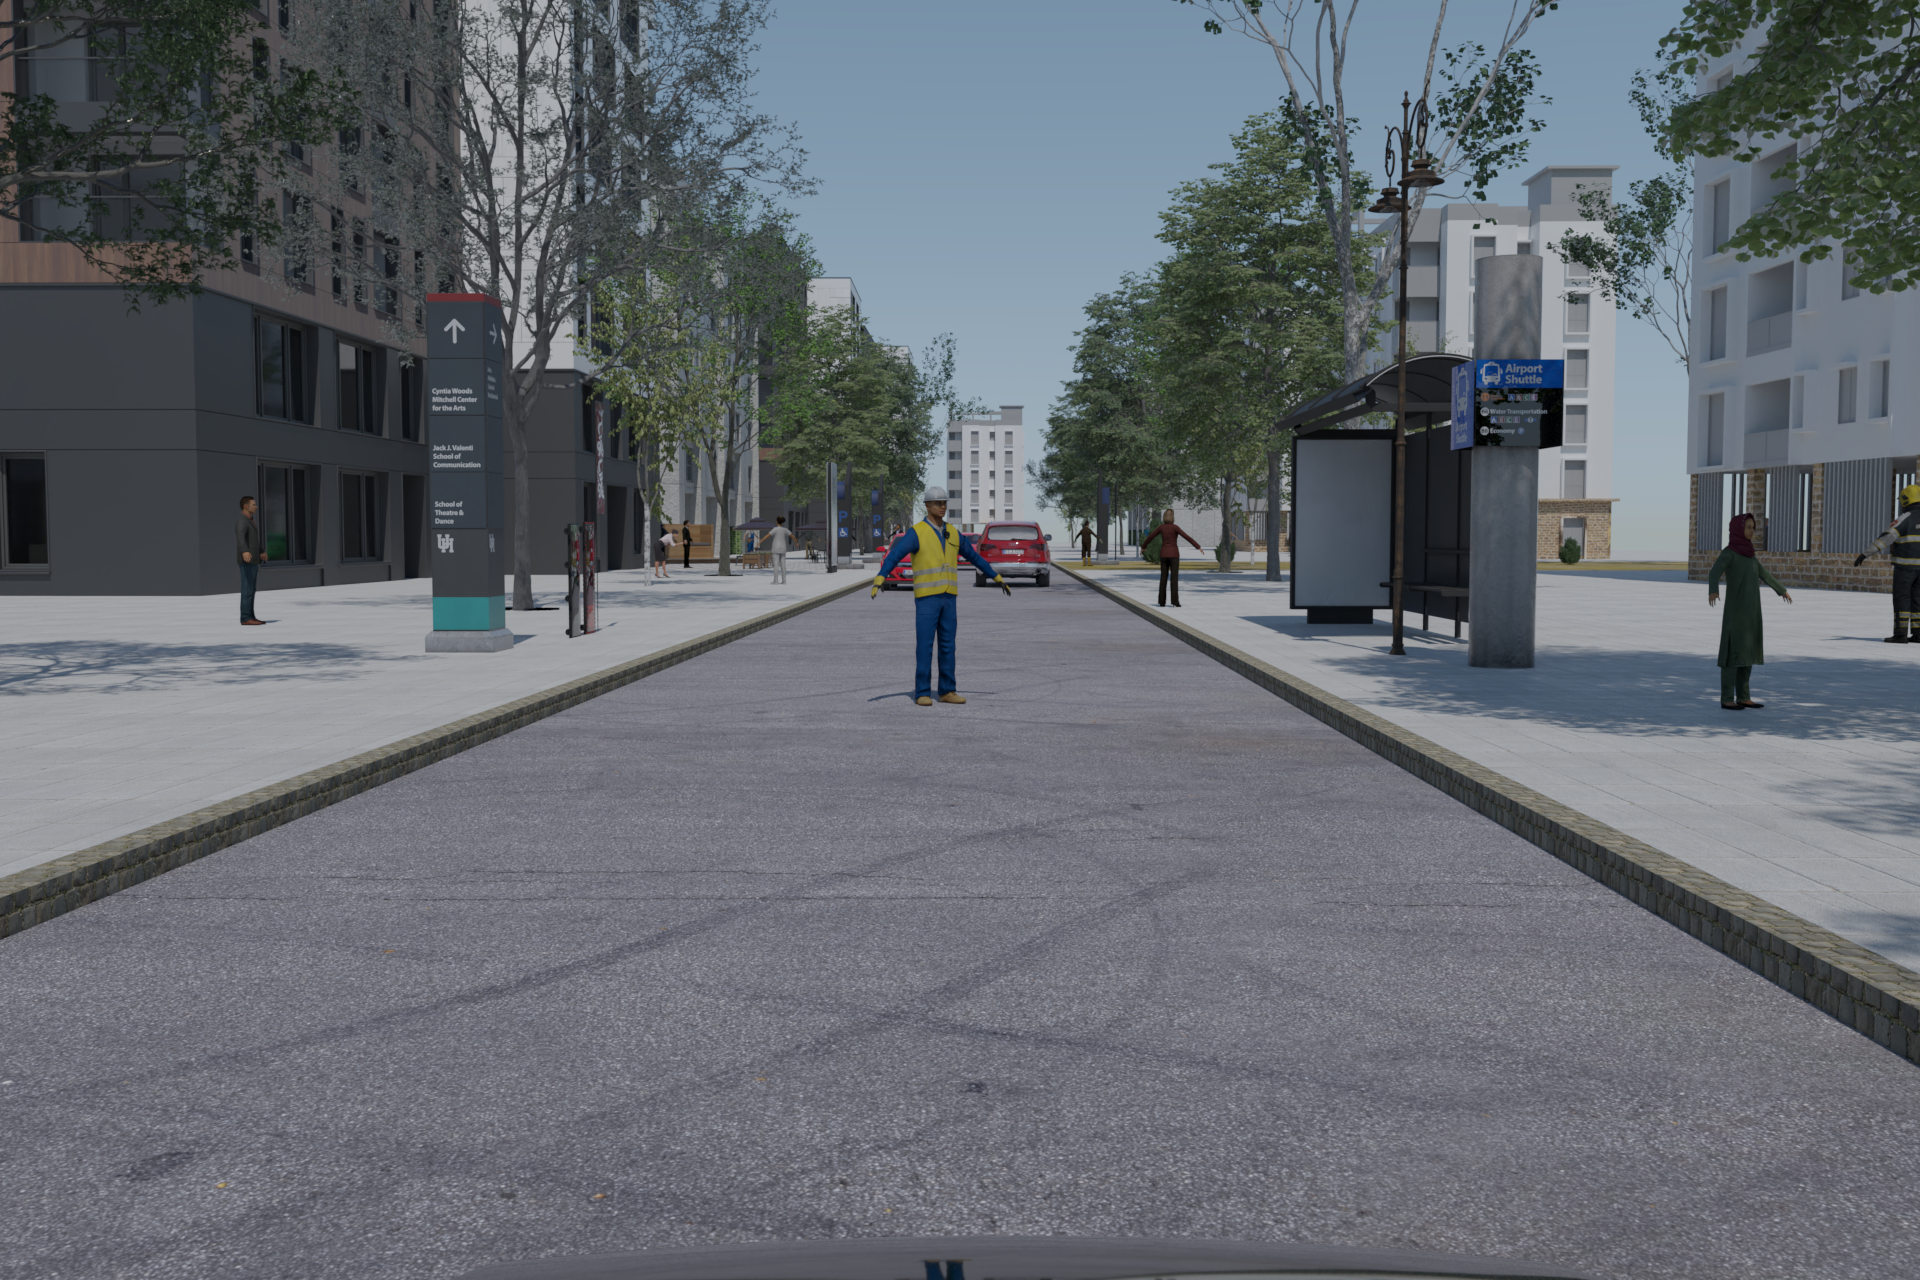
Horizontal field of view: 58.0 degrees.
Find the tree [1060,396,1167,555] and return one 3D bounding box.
[{"bbox_3d":[9.560,-10.455,105.346,7.601,10.594,8.767,0,4,-3],"label":"tree"}]

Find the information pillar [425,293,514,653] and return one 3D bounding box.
[{"bbox_3d":[-5.402,-1.811,18.983,0.750,3.857,0.750,0,4,2],"label":"information pillar"}]

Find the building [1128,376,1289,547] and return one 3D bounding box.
[{"bbox_3d":[27.566,-19.583,186.646,16.747,18.905,31.486,0,4,2],"label":"building"}]

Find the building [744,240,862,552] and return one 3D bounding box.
[{"bbox_3d":[-22.637,-17.851,135.841,27.936,21.610,32.646,0,4,0],"label":"building"}]

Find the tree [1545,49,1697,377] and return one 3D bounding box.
[{"bbox_3d":[28.992,-13.107,70.185,12.611,20.169,13.585,0,3,0],"label":"tree"}]

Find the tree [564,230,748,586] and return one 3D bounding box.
[{"bbox_3d":[-7.458,-5.632,42.438,4.737,8.622,4.395,0,3,0],"label":"tree"}]

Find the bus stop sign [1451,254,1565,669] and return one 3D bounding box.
[{"bbox_3d":[5.249,-1.692,16.680,0.837,3.901,0.837,0,4,1],"label":"bus stop sign"}]

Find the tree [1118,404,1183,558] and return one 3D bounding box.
[{"bbox_3d":[9.769,-8.731,93.114,4.737,8.622,4.395,0,3,0],"label":"tree"}]

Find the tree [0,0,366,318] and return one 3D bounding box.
[{"bbox_3d":[-8.325,-4.807,12.999,7.601,10.594,8.767,-3,4,-37],"label":"tree"}]

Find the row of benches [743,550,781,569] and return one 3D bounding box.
[{"bbox_3d":[-7.407,-3.052,65.366,1.422,0.672,4.104,0,4,7],"label":"row of benches"}]

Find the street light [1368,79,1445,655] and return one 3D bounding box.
[{"bbox_3d":[4.652,-2.780,18.234,0.468,5.910,1.993,0,4,2],"label":"street light"}]

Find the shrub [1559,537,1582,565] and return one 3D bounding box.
[{"bbox_3d":[25.449,-3.738,72.237,1.383,1.207,1.383,0,3,0],"label":"shrub"}]

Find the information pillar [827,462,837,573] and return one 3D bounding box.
[{"bbox_3d":[-4.242,-4.044,57.440,0.184,3.620,1.656,0,4,2],"label":"information pillar"}]

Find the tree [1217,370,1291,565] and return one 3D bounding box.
[{"bbox_3d":[12.305,-7.502,73.016,4.360,8.622,3.978,0,3,0],"label":"tree"}]

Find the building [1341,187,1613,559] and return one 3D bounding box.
[{"bbox_3d":[27.693,-14.973,101.221,16.016,20.090,11.380,0,4,1],"label":"building"}]

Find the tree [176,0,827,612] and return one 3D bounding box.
[{"bbox_3d":[-7.304,-7.230,28.582,12.009,13.543,11.850,0,3,0],"label":"tree"}]

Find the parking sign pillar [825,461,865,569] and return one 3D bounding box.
[{"bbox_3d":[-4.230,-4.593,63.563,1.447,3.967,1.447,0,4,2],"label":"parking sign pillar"}]

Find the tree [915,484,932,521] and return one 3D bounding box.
[{"bbox_3d":[-4.133,-18.662,255.490,4.360,8.622,3.978,0,3,0],"label":"tree"}]

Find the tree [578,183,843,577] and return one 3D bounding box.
[{"bbox_3d":[-7.269,-7.737,52.249,9.928,11.665,9.643,0,3,0],"label":"tree"}]

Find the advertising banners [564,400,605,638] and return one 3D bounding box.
[{"bbox_3d":[-4.776,-1.591,22.199,0.090,3.025,2.074,0,4,2],"label":"advertising banners"}]

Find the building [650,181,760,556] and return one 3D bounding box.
[{"bbox_3d":[-21.925,-14.271,99.790,16.747,18.905,31.486,0,4,0],"label":"building"}]

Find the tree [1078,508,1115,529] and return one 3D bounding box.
[{"bbox_3d":[21.128,-20.840,258.860,7.486,12.596,7.792,0,3,0],"label":"tree"}]

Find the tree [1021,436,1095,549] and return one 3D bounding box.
[{"bbox_3d":[9.787,-13.394,153.402,7.601,10.594,8.767,3,5,40],"label":"tree"}]

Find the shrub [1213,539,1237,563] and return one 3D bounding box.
[{"bbox_3d":[11.435,-3.890,74.719,1.383,1.207,1.383,0,3,0],"label":"shrub"}]

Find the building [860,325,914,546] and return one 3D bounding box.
[{"bbox_3d":[-19.593,-20.917,185.961,27.936,21.610,32.646,0,4,1],"label":"building"}]

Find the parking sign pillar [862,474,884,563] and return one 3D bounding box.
[{"bbox_3d":[-3.637,-5.405,76.846,1.447,3.967,1.447,0,4,1],"label":"parking sign pillar"}]

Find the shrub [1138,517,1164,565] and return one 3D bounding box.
[{"bbox_3d":[8.214,-4.153,72.322,1.690,2.028,1.600,0,3,0],"label":"shrub"}]

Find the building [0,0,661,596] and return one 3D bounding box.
[{"bbox_3d":[-25.924,-12.690,51.462,27.936,21.610,32.646,0,4,1],"label":"building"}]

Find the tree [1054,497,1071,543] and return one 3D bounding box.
[{"bbox_3d":[15.754,-18.460,252.174,4.737,8.622,4.395,0,3,0],"label":"tree"}]

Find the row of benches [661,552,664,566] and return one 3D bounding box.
[{"bbox_3d":[-13.977,-3.300,69.422,4.104,0.672,1.422,-1,4,-13],"label":"row of benches"}]

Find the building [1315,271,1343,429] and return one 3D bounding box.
[{"bbox_3d":[29.484,-16.011,118.198,16.016,20.090,11.380,0,4,1],"label":"building"}]

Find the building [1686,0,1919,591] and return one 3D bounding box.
[{"bbox_3d":[25.165,-11.566,45.532,16.016,20.090,11.380,0,4,1],"label":"building"}]

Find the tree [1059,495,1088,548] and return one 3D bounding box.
[{"bbox_3d":[11.065,-13.022,163.266,4.737,8.622,4.395,0,3,0],"label":"tree"}]

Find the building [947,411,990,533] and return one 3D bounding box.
[{"bbox_3d":[-1.659,-24.426,258.249,11.380,20.090,16.016,0,4,2],"label":"building"}]

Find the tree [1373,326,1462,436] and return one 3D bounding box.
[{"bbox_3d":[16.747,-6.832,62.063,4.737,8.622,4.395,0,3,0],"label":"tree"}]

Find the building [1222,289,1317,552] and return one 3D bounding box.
[{"bbox_3d":[25.696,-17.024,134.754,16.016,20.090,11.380,0,4,1],"label":"building"}]

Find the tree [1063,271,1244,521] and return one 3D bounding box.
[{"bbox_3d":[9.345,-10.749,82.407,9.857,13.997,8.962,0,3,0],"label":"tree"}]

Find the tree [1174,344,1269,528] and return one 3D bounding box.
[{"bbox_3d":[10.393,-7.111,66.623,4.737,8.622,4.395,0,3,0],"label":"tree"}]

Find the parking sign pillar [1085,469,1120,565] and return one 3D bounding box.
[{"bbox_3d":[5.978,-5.148,72.634,1.447,3.967,1.447,0,4,1],"label":"parking sign pillar"}]
